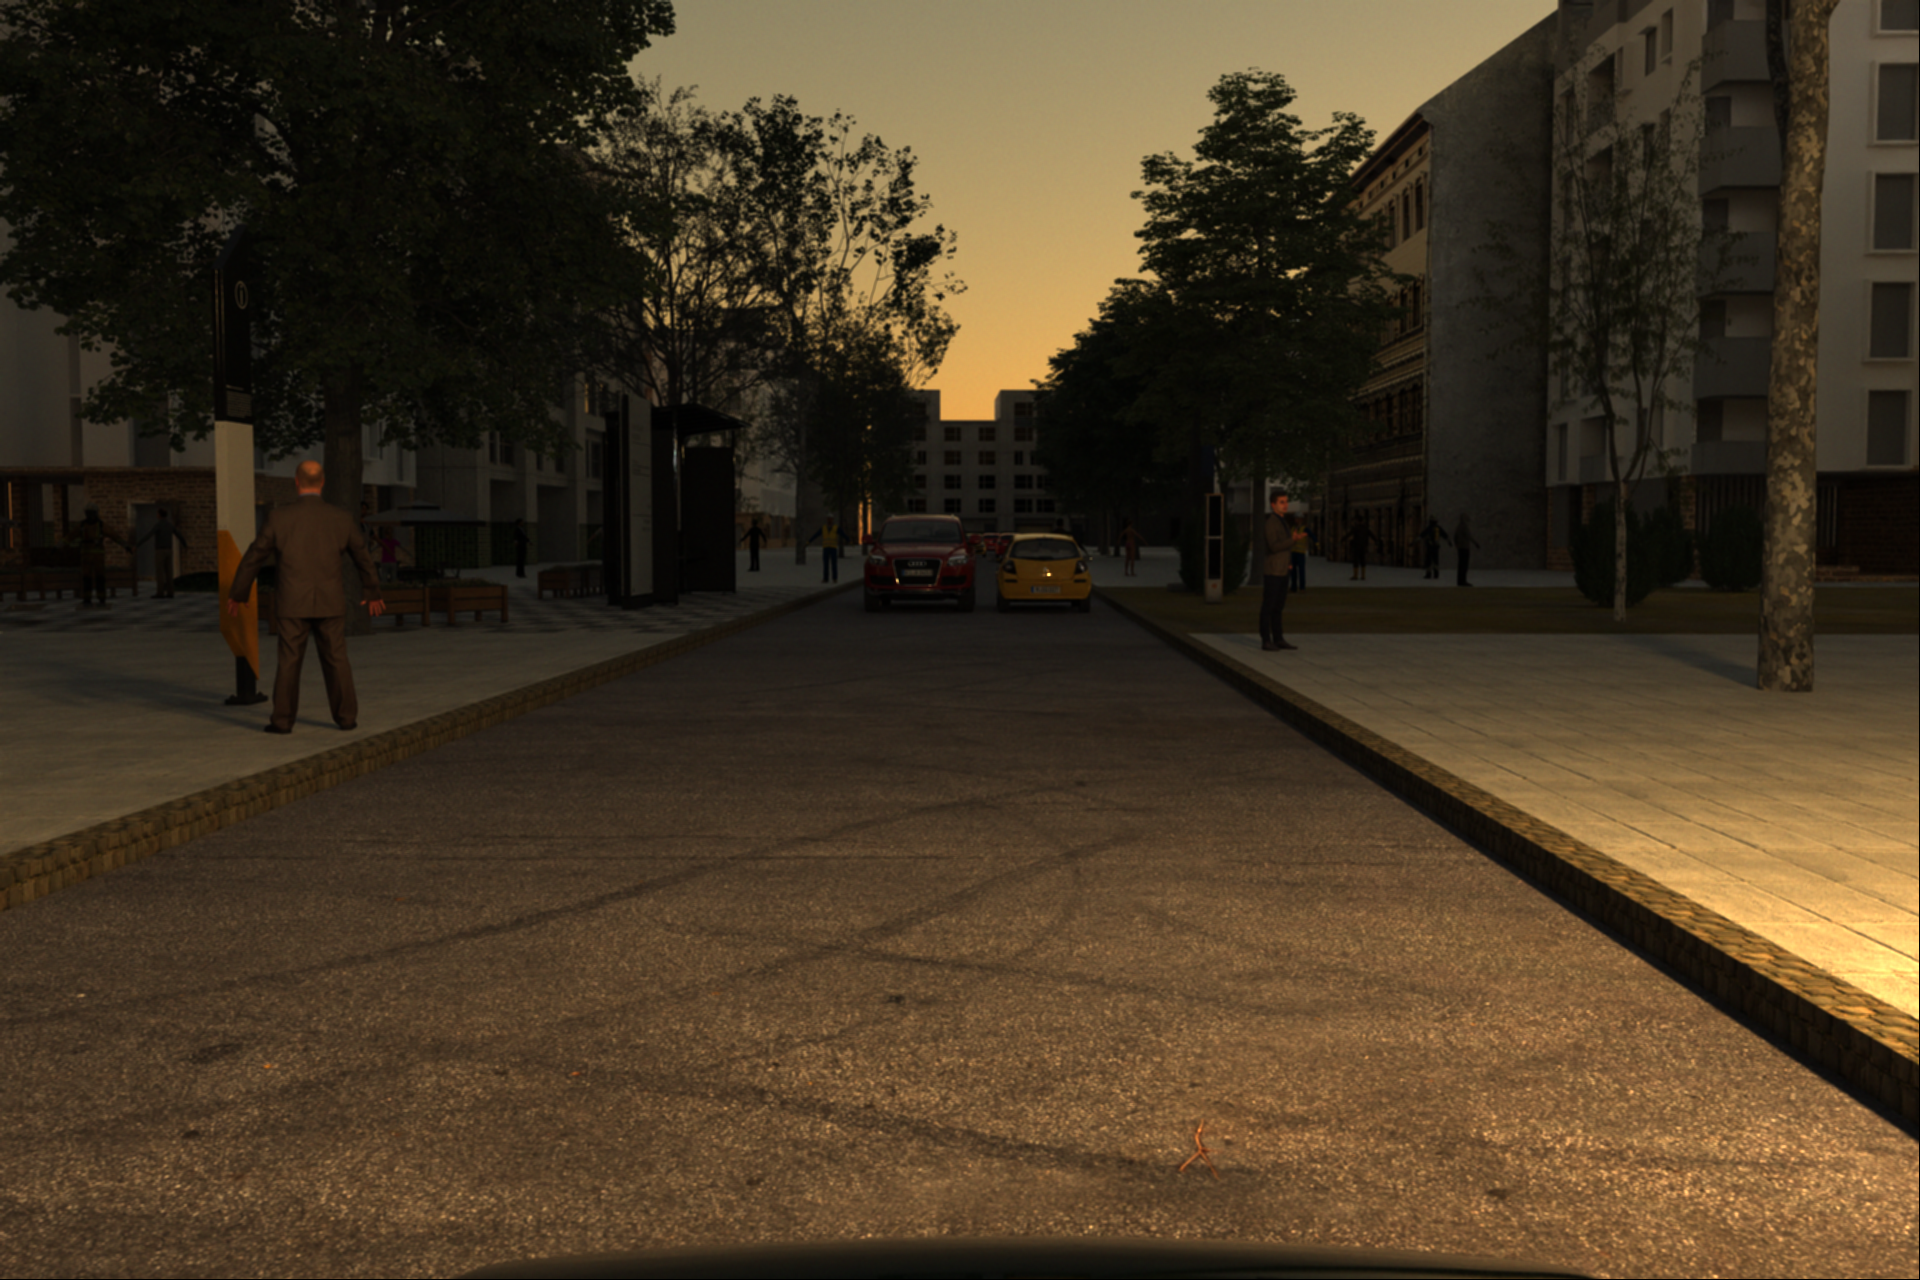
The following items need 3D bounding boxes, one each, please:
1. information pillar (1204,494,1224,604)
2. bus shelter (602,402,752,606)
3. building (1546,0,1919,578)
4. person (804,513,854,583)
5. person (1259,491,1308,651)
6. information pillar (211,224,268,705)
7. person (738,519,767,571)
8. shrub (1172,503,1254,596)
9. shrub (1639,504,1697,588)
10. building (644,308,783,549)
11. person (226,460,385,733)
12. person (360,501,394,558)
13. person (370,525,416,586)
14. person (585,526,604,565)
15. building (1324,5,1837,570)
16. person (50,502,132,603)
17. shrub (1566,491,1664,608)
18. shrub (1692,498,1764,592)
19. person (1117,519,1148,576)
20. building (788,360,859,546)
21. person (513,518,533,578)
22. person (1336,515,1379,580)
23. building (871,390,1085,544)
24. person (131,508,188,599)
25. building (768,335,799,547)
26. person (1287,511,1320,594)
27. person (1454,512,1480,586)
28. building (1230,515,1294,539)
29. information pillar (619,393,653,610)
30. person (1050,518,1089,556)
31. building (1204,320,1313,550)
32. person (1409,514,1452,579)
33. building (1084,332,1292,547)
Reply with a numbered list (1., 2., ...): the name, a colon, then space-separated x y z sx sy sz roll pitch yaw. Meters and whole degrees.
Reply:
1. information pillar: 4.634 -1.661 31.644 0.304 2.012 0.304 0 4 0
2. bus shelter: -5.433 -2.615 34.031 1.731 3.624 6.357 0 4 2
3. building: 25.622 -12.364 58.577 16.016 20.090 11.380 0 4 1
4. person: -3.434 -2.431 45.711 1.349 1.833 0.705 0 4 8
5. person: 3.624 -0.762 19.028 0.617 1.759 0.750 -3 5 -45
6. information pillar: -5.413 -1.321 12.947 0.183 3.616 0.504 0 4 1
7. person: -7.120 -3.281 59.830 0.705 1.806 1.347 3 5 39
8. shrub: 5.286 -1.947 36.256 1.690 2.028 1.600 0 3 0
9. shrub: 16.865 -2.274 41.597 1.690 2.028 1.600 0 3 0
10. building: -21.582 -17.711 146.002 16.016 20.090 11.380 0 4 2
11. person: -4.260 -0.286 11.278 0.990 1.755 0.434 -2 4 -31
12. person: -9.839 -1.369 28.521 0.704 1.843 1.345 1 4 19
13. person: -10.095 -1.303 30.568 0.991 1.433 0.599 -2 4 -32
14. person: -10.427 -2.780 51.313 1.347 1.847 0.705 0 4 -5
15. building: 26.137 -14.659 70.611 19.493 23.208 18.063 0 4 1
16. person: -15.668 -1.561 31.286 1.354 1.858 0.705 -1 4 -14
17. shrub: 11.487 -1.588 30.380 1.690 2.028 1.600 0 3 0
18. shrub: 17.130 -2.095 38.291 1.661 2.075 1.752 0 3 0
19. person: 5.290 -2.845 53.319 0.721 1.733 1.217 -3 5 -44
20. building: -21.409 -22.161 193.253 19.493 23.208 18.063 0 4 2
21. person: -12.816 -2.697 50.820 0.721 1.740 1.216 0 4 8
22. person: 11.185 -2.595 48.565 1.346 1.812 0.704 -1 4 -17
23. building: 4.719 -21.412 218.995 31.486 18.905 16.747 0 4 -1
24. person: -15.871 -1.724 34.465 0.705 1.796 1.348 2 4 24
25. building: -21.749 -18.937 166.044 16.016 20.090 11.380 0 4 1
26. person: 7.261 -1.894 37.434 1.216 1.772 0.721 3 5 44
27. person: 12.429 -2.233 42.631 0.705 1.813 1.348 0 4 -7
28. building: 29.883 -19.186 170.108 16.016 20.090 11.380 0 4 2
29. information pillar: -5.563 -2.353 29.793 0.184 3.620 1.656 0 4 2
30. person: 2.401 -2.012 41.488 1.346 1.812 0.704 1 4 14
31. building: 26.536 -18.041 151.386 16.016 20.090 11.380 0 4 2
32. person: 13.622 -2.703 49.976 1.354 1.856 0.705 -1 4 -14
33. building: 27.653 -21.254 191.484 27.936 21.610 32.646 0 4 2
